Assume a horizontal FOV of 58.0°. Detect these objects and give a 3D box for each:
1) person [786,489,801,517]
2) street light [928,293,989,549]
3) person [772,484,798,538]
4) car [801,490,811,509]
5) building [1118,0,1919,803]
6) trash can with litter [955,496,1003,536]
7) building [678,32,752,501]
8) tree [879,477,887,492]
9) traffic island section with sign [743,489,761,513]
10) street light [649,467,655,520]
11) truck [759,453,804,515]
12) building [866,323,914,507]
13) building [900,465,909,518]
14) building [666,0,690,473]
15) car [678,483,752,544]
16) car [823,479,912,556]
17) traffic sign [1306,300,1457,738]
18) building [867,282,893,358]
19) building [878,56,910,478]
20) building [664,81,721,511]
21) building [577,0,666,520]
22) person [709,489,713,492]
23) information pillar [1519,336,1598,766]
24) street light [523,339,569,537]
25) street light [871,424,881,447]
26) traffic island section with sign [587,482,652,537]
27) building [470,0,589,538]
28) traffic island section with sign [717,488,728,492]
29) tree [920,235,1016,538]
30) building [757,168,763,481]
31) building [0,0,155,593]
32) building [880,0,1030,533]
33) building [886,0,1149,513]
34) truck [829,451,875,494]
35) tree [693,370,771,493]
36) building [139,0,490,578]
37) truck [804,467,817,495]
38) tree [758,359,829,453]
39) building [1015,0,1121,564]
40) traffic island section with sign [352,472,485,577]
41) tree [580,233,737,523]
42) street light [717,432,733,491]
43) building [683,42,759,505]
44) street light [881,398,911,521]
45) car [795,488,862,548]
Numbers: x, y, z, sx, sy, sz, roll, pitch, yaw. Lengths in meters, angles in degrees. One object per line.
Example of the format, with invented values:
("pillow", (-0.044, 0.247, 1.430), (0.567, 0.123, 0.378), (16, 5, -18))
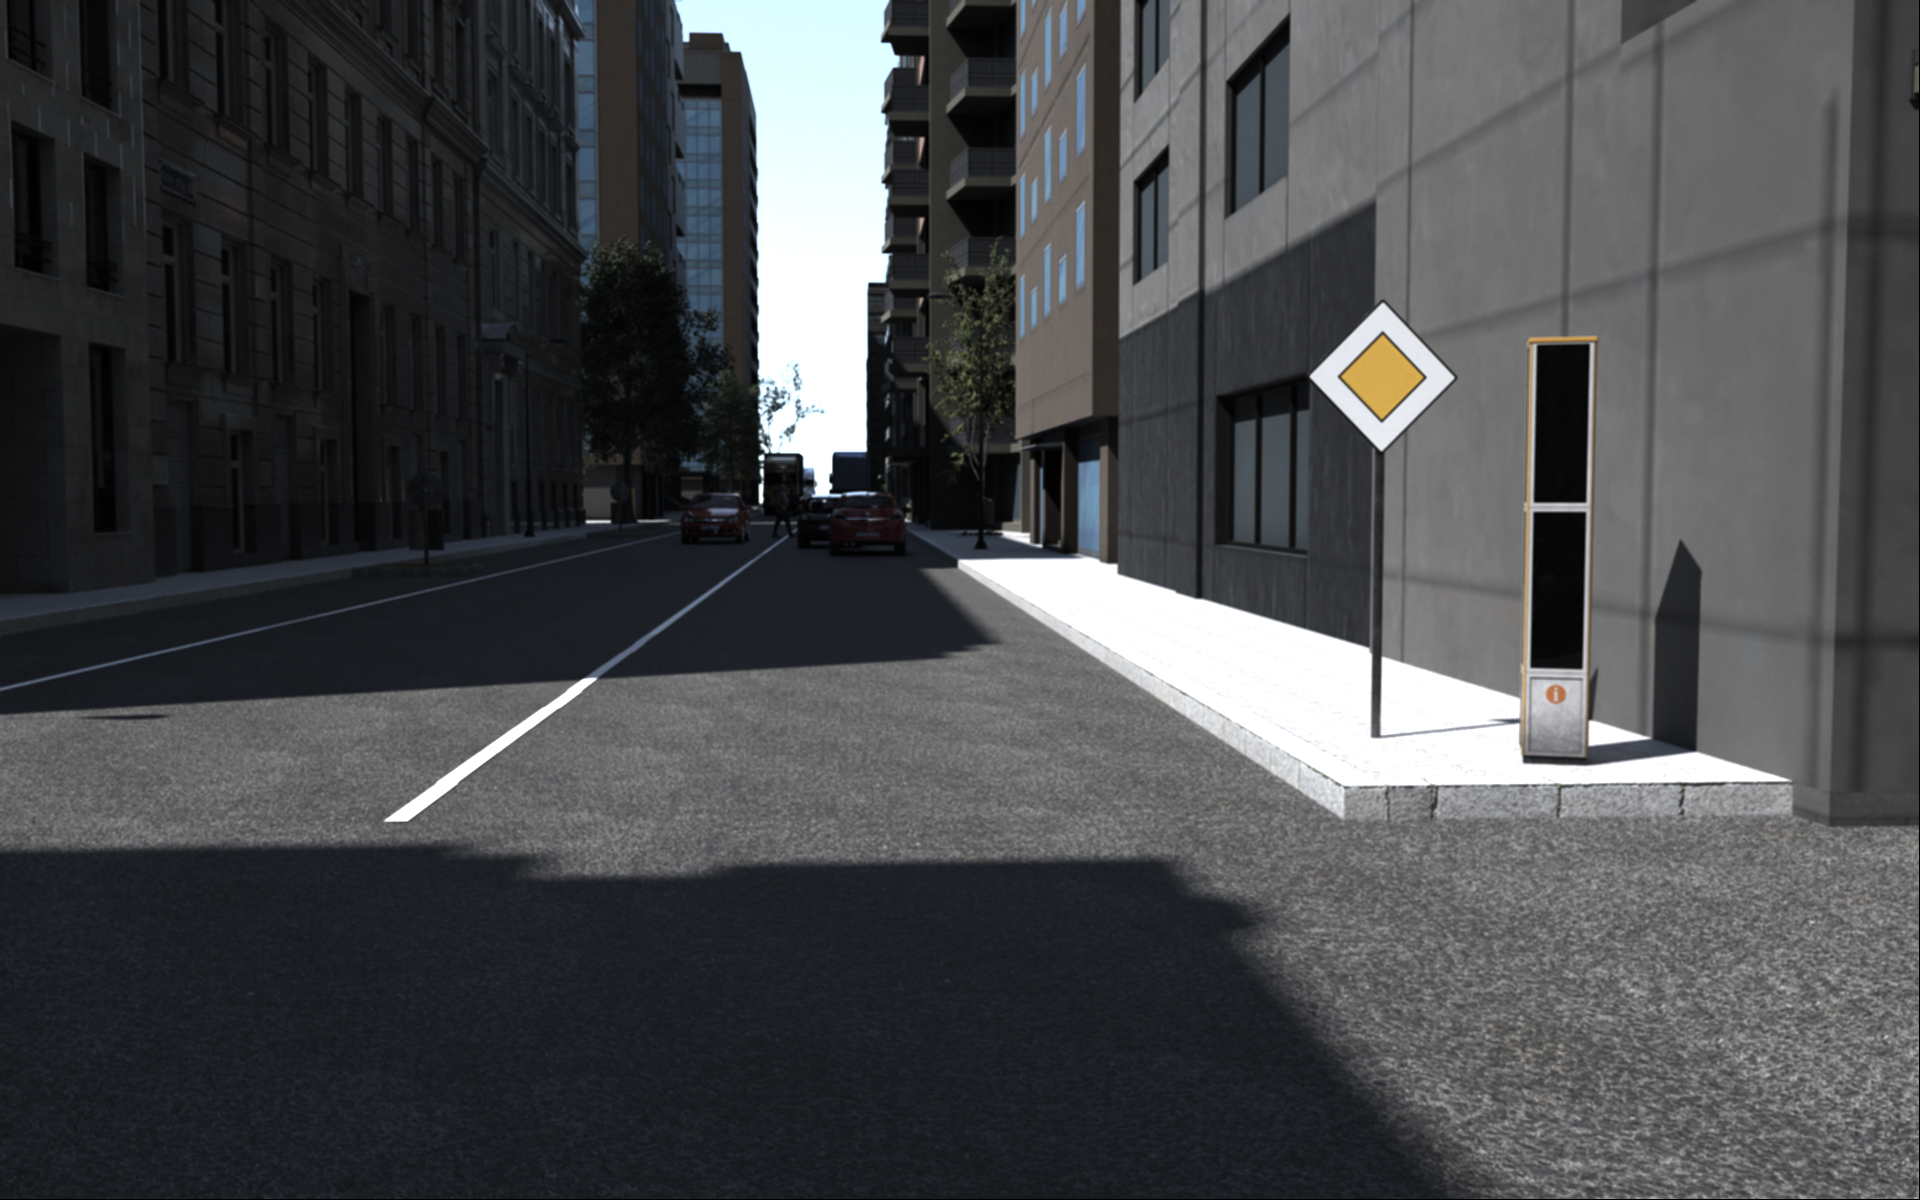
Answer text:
("person", (-10.425, -5.983, 107.006), (1.217, 1.739, 0.721), (-1, 4, -19))
("street light", (-0.050, -4.140, 40.231), (1.470, 5.913, 1.316), (0, 4, -4))
("person", (-5.775, -2.944, 57.039), (0.834, 1.777, 0.661), (1, 4, 9))
("car", (-13.053, -7.925, 138.249), (2.281, 1.827, 5.304), (0, 4, -5))
("building", (13.350, -35.343, 16.112), (20.611, 71.187, 20.563), (0, 4, -4))
("trash can with litter", (0.535, -2.607, 53.687), (1.678, 1.210, 2.233), (3, 5, 41))
("building", (-28.175, -31.957, 172.602), (14.600, 45.320, 14.200), (0, 4, -4))
("tree", (-6.740, -10.629, 168.388), (1.663, 3.219, 1.824), (0, 3, 0))
("traffic island section with sign", (-16.471, -7.701, 134.535), (1.989, 1.847, 2.006), (0, 4, -4))
("street light", (-14.612, -6.878, 84.997), (1.470, 5.913, 1.316), (0, 4, -4))
("truck", (-12.244, -8.027, 120.150), (2.839, 4.237, 11.283), (0, 4, -3))
("building", (2.329, -22.647, 215.322), (27.650, 21.520, 28.899), (0, 4, -4))
("building", (12.866, -24.829, 97.837), (32.217, 40.220, 23.993), (0, 4, -4))
("building", (-31.900, -31.805, 109.257), (28.713, 52.752, 27.495), (0, 4, -4))
("car", (-7.238, -2.595, 51.467), (2.155, 1.783, 4.494), (0, 4, -3))
("car", (-2.233, -2.006, 41.842), (2.155, 1.783, 4.494), (0, 4, -3))
("traffic sign", (2.187, -0.331, 9.061), (0.795, 2.450, 0.064), (0, 4, -4))
("building", (-5.650, -28.429, 236.518), (14.160, 30.474, 14.107), (0, 4, -4))
("building", (3.270, -34.567, 184.774), (23.786, 49.044, 30.456), (0, 4, -4))
("building", (-35.406, -27.128, 135.416), (32.217, 40.220, 23.993), (0, 4, -4))
("building", (-22.794, -26.858, 89.231), (14.600, 45.320, 14.200), (0, 4, -4))
("person", (-13.816, -5.278, 95.524), (0.721, 1.735, 1.217), (0, 4, 1))
("information pillar", (2.857, -0.232, 8.288), (0.304, 2.012, 0.304), (1, 4, 16))
("street light", (-12.406, -4.854, 51.909), (1.470, 5.913, 1.316), (0, 4, -4))
("street light", (-4.968, -8.706, 114.876), (1.470, 5.913, 1.316), (0, 4, -4))
("traffic island section with sign", (-11.413, -3.033, 58.215), (1.989, 1.847, 2.006), (0, 4, -4))
("building", (-20.725, -16.717, 59.220), (13.634, 28.700, 20.117), (0, 4, -4))
("traffic island section with sign", (-14.684, -6.049, 107.526), (1.989, 1.847, 2.006), (0, 4, -4))
("tree", (0.697, -6.113, 50.316), (4.737, 8.622, 4.395), (0, 3, 0))
("building", (-36.588, -36.535, 216.962), (23.786, 49.044, 30.456), (0, 4, -4))
("building", (-16.334, -9.855, 15.885), (10.420, 20.320, 16.860), (0, 4, -4))
("building", (7.986, -25.389, 69.738), (22.147, 44.769, 28.867), (0, 4, -4))
("building", (4.051, -43.465, 148.903), (20.563, 71.187, 20.611), (0, 4, -4))
("truck", (-6.679, -6.959, 103.545), (2.967, 4.110, 18.799), (0, 4, -2))
("tree", (-21.179, -14.695, 158.392), (7.486, 12.596, 7.792), (0, 3, 0))
("building", (-18.663, -14.649, 36.781), (12.463, 27.353, 25.104), (0, 4, -4))
("truck", (-16.084, -11.584, 179.154), (2.967, 4.110, 18.799), (0, 4, -4))
("tree", (-25.096, -23.607, 241.864), (12.611, 20.169, 13.585), (0, 3, 0))
("building", (8.805, -23.698, 37.569), (14.600, 45.320, 14.200), (0, 4, -4))
("traffic island section with sign", (-9.614, -1.365, 30.952), (1.989, 1.847, 2.006), (0, 4, -4))
("tree", (-14.687, -9.739, 76.241), (9.611, 12.733, 9.660), (0, 3, 0))
("street light", (-17.601, -9.599, 129.479), (1.470, 5.913, 1.316), (0, 4, -4))
("building", (-33.424, -34.640, 190.063), (21.300, 48.544, 21.600), (0, 4, -4))
("street light", (-2.947, -6.795, 83.636), (1.470, 5.913, 1.316), (0, 4, -4))
("car", (-3.508, -2.285, 47.149), (2.009, 1.686, 4.222), (0, 4, -3))
